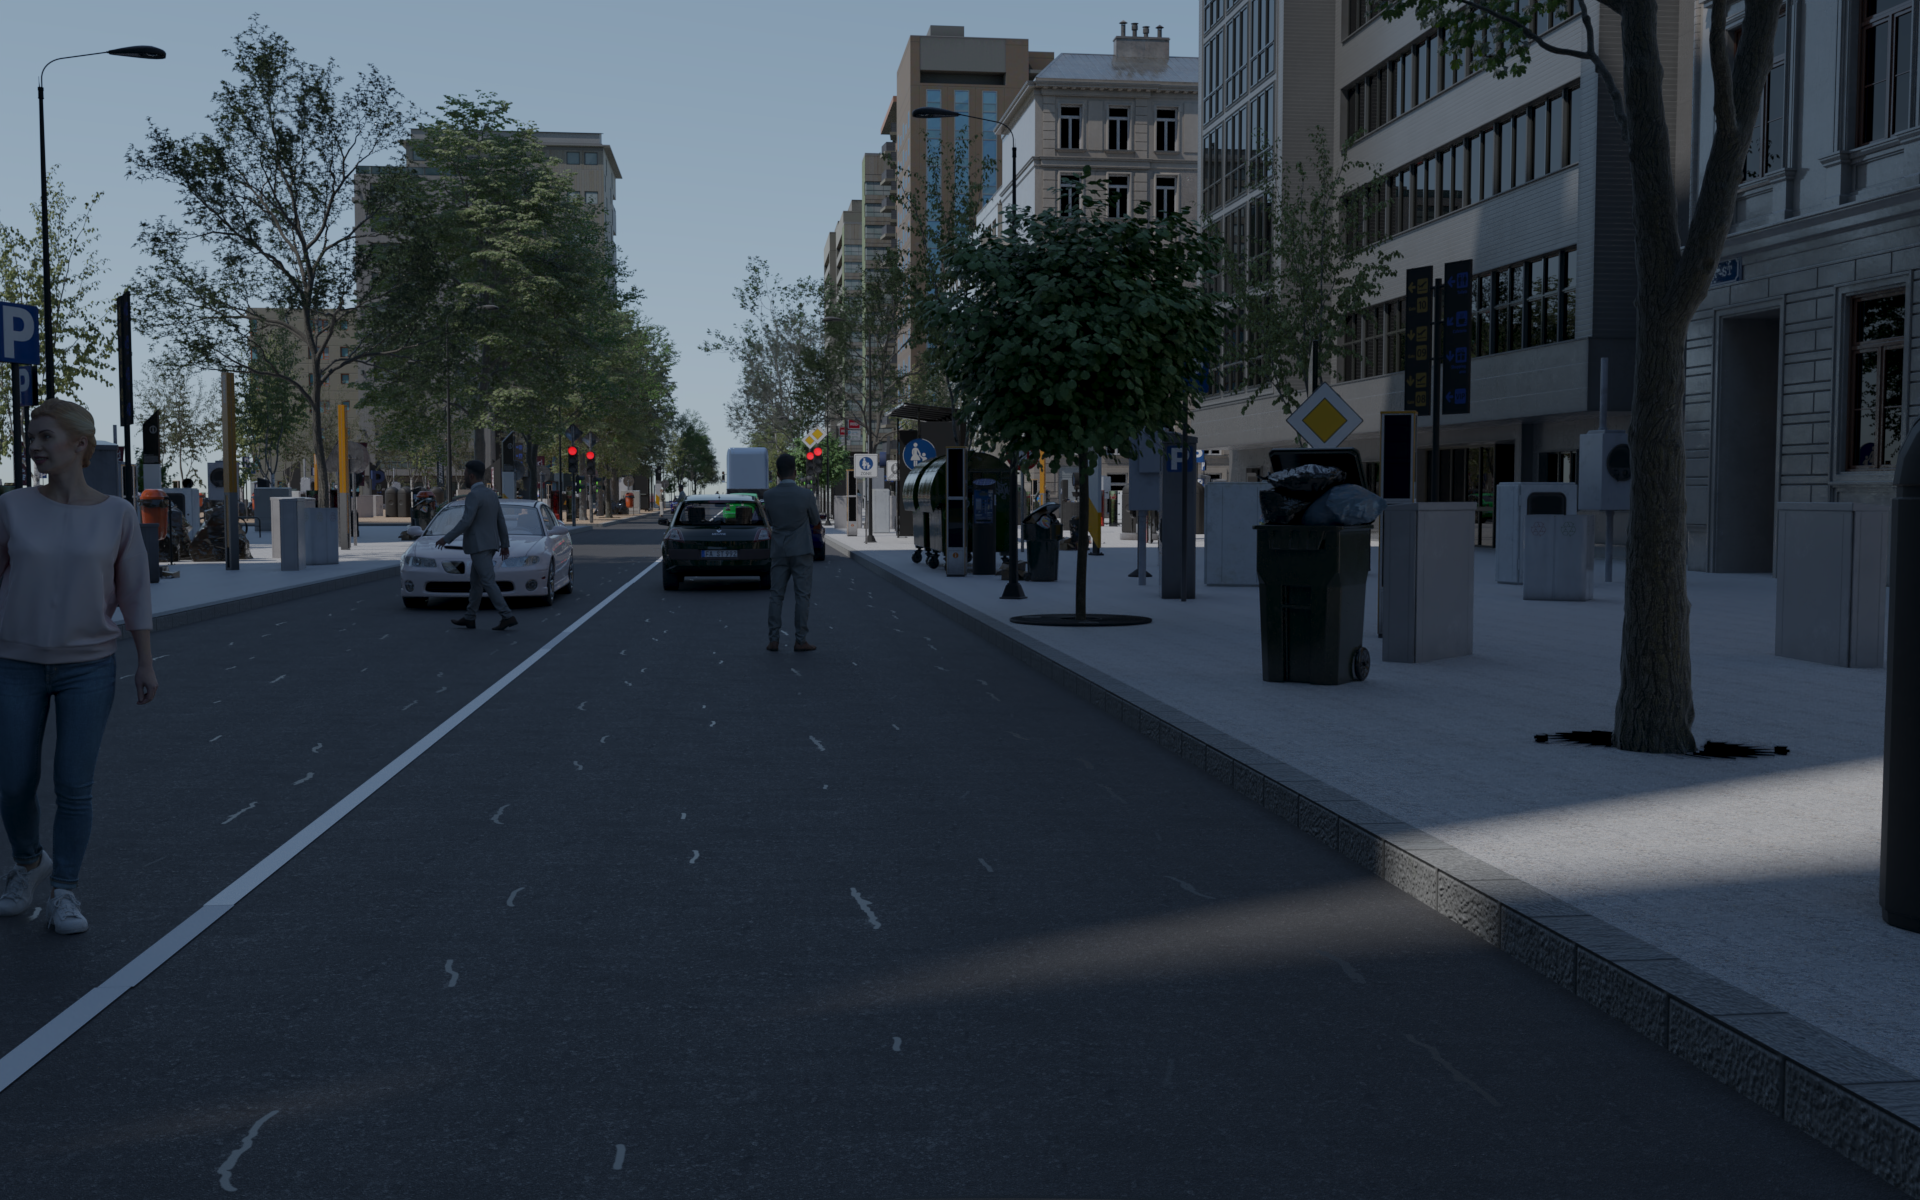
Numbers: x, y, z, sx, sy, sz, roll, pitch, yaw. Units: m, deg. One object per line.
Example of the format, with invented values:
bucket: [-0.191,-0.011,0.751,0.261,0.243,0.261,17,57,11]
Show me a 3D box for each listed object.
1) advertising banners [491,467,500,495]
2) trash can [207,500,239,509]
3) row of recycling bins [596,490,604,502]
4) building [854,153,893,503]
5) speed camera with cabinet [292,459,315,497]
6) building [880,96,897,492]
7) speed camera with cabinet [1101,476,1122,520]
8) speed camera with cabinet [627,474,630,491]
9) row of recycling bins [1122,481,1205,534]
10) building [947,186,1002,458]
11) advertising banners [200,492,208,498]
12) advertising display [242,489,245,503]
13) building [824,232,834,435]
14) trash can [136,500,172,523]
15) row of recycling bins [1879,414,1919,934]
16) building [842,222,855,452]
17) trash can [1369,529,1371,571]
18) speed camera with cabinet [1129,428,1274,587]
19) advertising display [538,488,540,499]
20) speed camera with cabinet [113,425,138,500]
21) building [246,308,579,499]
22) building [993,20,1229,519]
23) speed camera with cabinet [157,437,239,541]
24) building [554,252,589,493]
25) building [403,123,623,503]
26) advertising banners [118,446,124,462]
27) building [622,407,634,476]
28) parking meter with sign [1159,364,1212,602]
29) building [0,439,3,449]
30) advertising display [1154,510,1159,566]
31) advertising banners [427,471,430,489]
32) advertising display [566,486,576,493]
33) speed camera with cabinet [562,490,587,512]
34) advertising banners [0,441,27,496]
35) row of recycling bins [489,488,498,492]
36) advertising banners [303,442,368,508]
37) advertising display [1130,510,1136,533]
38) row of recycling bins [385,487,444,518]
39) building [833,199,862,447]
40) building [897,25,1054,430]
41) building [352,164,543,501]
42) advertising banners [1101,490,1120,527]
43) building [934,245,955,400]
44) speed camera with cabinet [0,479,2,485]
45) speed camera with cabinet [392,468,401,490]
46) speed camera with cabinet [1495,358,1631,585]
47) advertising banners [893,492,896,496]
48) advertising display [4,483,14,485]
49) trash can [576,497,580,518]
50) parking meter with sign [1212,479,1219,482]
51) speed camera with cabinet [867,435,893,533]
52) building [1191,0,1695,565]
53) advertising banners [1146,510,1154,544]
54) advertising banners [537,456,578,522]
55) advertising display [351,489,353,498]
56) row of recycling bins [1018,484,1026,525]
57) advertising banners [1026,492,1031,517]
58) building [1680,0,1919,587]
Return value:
advertising banners: [-29.847,-7.045,111.370,0.090,3.025,2.074,-2,4,-28]
trash can: [-18.066,-1.887,42.504,0.748,1.137,0.748,0,3,0]
row of recycling bins: [-28.981,-8.513,146.293,3.534,1.692,1.069,0,4,-6]
building: [-4.985,-32.257,210.993,14.154,41.232,14.086,0,4,-7]
speed camera with cabinet: [-36.640,-6.251,96.547,0.660,3.252,2.038,0,4,5]
building: [2.760,-32.760,190.246,22.147,44.769,28.867,0,4,-7]
speed camera with cabinet: [7.547,-5.596,85.824,0.660,3.252,2.038,-3,5,-41]
speed camera with cabinet: [-25.311,-8.478,132.950,0.660,3.252,2.038,0,4,-2]
row of recycling bins: [6.586,-3.011,56.341,1.069,1.692,3.534,-3,4,-38]
building: [5.331,-15.701,111.469,10.420,20.320,16.860,0,4,-7]
advertising banners: [-56.842,-8.275,131.488,2.074,3.025,0.090,1,4,14]
advertising display: [-54.805,-7.776,132.345,0.123,1.923,0.974,-2,4,-29]
building: [-12.514,-41.494,302.132,21.300,48.544,21.600,0,4,-7]
trash can: [-18.181,-1.680,39.118,0.748,1.137,0.748,0,3,0]
row of recycling bins: [3.646,0.200,3.846,1.069,1.692,3.534,-1,4,-21]
building: [-10.847,-35.390,262.218,14.154,41.232,14.086,0,4,-7]
trash can: [6.235,-0.975,27.587,0.748,1.137,0.748,0,3,0]
speed camera with cabinet: [3.418,-1.829,24.242,2.038,3.252,0.660,1,4,15]
advertising display: [-34.179,-8.213,139.503,0.974,1.923,0.123,2,4,34]
speed camera with cabinet: [-23.942,-3.328,48.747,0.660,3.252,2.038,0,4,4]
building: [-54.046,-20.278,176.581,27.650,21.520,28.899,0,4,-7]
building: [15.146,-18.321,96.817,25.104,27.353,12.463,0,4,-7]
speed camera with cabinet: [-20.937,-3.254,47.535,2.038,3.252,0.660,0,4,-6]
building: [-50.217,-26.099,198.412,14.160,30.474,14.107,0,4,-7]
building: [-64.716,-40.690,254.527,28.713,52.752,27.495,0,4,-7]
advertising banners: [-31.200,-4.087,63.016,2.074,3.025,0.090,1,4,18]
building: [-67.934,-26.837,283.818,27.650,21.520,28.899,0,4,-7]
parking meter with sign: [2.713,-1.538,21.405,0.543,3.016,1.738,0,4,3]
building: [-42.959,-23.611,40.657,28.867,44.769,22.147,0,4,-7]
advertising display: [3.580,-1.560,30.724,0.123,1.923,0.974,0,4,2]
advertising banners: [-40.802,-8.397,133.484,0.090,3.025,2.074,0,4,-4]
advertising display: [-32.224,-8.463,143.580,0.123,1.923,0.974,3,5,43]
speed camera with cabinet: [-27.521,-7.861,122.866,2.038,3.252,0.660,-2,4,-32]
advertising banners: [-32.768,-3.891,59.801,0.090,3.025,2.074,0,4,-6]
row of recycling bins: [-31.400,-6.644,115.744,1.069,1.692,3.534,-1,4,-13]
advertising banners: [-20.928,-3.787,58.112,2.074,3.025,0.090,-2,4,-25]
advertising display: [5.489,-2.842,51.685,0.974,1.923,0.123,-2,4,-32]
row of recycling bins: [-29.903,-5.368,94.880,3.534,1.692,1.069,1,4,15]
building: [-8.785,-40.177,280.593,21.300,48.544,21.600,0,4,-7]
building: [1.407,-31.670,167.922,14.600,45.320,14.200,0,4,-7]
building: [-45.607,-23.480,155.596,14.160,30.474,14.107,0,4,-7]
advertising banners: [5.548,-4.420,68.452,0.090,3.025,2.074,-3,5,-40]
building: [5.208,-19.460,137.263,14.460,24.649,34.723,0,4,-7]
speed camera with cabinet: [-54.253,-6.316,97.603,0.660,3.252,2.038,-2,4,-33]
speed camera with cabinet: [-42.648,-8.377,131.293,0.660,3.252,2.038,-1,4,-22]
speed camera with cabinet: [8.739,-1.865,24.831,2.038,3.252,0.660,-1,4,-17]
advertising banners: [-3.766,-6.905,109.080,0.090,3.025,2.074,1,4,20]
advertising display: [-52.753,-5.584,96.504,0.974,1.923,0.123,0,4,6]
trash can: [-20.153,-4.865,91.200,0.748,1.137,0.748,0,3,0]
parking meter with sign: [9.340,-4.296,66.493,0.543,3.016,1.738,2,4,25]
speed camera with cabinet: [-2.724,-3.854,57.351,0.660,3.252,2.038,-1,4,-10]
building: [16.672,-13.862,45.718,14.314,24.678,30.058,0,4,-7]
advertising banners: [4.909,-3.015,45.476,0.090,3.025,2.074,0,4,-1]
advertising banners: [-18.511,-5.084,79.316,2.074,3.025,0.090,-3,4,-37]
advertising display: [-47.470,-7.950,135.197,0.974,1.923,0.123,2,4,33]
row of recycling bins: [0.945,-3.913,71.090,3.534,1.692,1.069,0,4,-4]
advertising banners: [2.731,-5.559,87.070,2.074,3.025,0.090,0,4,-5]
building: [18.295,-11.199,19.265,11.583,22.565,21.152,0,4,-7]
